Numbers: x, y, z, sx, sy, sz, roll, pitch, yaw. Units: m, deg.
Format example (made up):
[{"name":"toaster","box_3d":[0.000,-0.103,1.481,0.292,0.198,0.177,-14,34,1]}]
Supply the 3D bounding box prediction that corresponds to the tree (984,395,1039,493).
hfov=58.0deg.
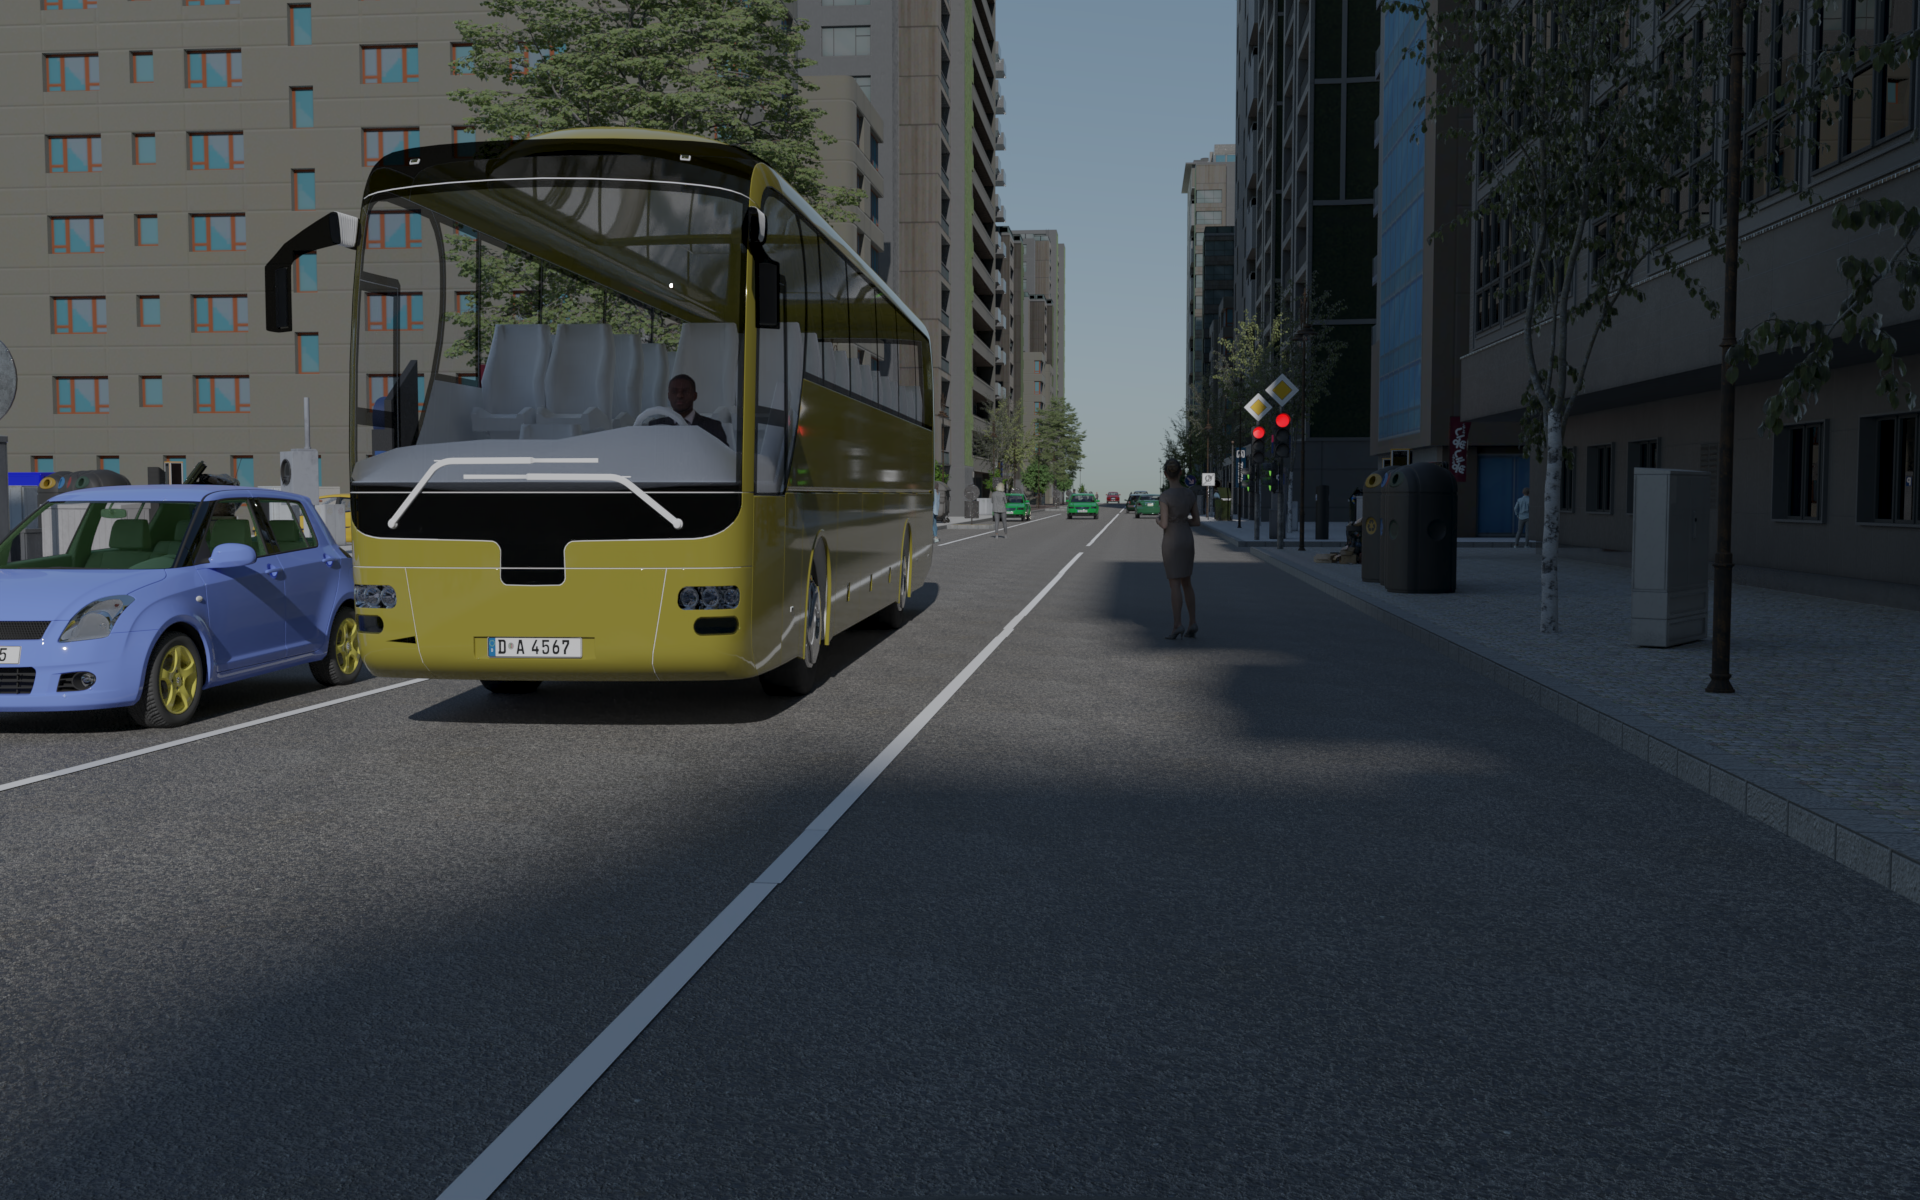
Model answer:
[{"name":"tree","box_3d":[3.785,-10.952,129.432,4.737,8.622,4.395,0,3,0]}]

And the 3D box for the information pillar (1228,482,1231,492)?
[{"name":"information pillar","box_3d":[16.343,-6.135,104.799,0.304,2.012,0.304,0,4,8]}]

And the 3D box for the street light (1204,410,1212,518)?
[{"name":"street light","box_3d":[13.408,-7.398,93.742,0.468,5.910,1.993,0,4,6]}]

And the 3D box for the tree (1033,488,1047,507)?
[{"name":"tree","box_3d":[8.439,-11.269,178.850,1.663,3.219,1.824,0,3,0]}]

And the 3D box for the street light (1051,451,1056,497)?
[{"name":"street light","box_3d":[9.925,-12.855,182.970,0.468,5.910,1.993,0,4,6]}]

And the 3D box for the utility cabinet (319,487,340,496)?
[{"name":"utility cabinet","box_3d":[-18.871,-2.586,50.967,1.173,1.500,0.318,-3,5,-41]}]

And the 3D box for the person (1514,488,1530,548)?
[{"name":"person","box_3d":[14.722,-2.127,45.084,0.589,1.601,0.330,3,4,38]}]

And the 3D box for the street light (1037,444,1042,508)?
[{"name":"street light","box_3d":[7.048,-11.140,154.931,0.468,5.910,1.993,0,4,6]}]

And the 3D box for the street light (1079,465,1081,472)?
[{"name":"street light","box_3d":[18.426,-17.900,265.449,0.468,5.910,1.993,0,4,6]}]

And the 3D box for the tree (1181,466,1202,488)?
[{"name":"tree","box_3d":[16.093,-7.680,120.168,1.663,3.219,1.824,0,3,0]}]

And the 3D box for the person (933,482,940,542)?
[{"name":"person","box_3d":[-0.775,-2.606,51.369,0.793,1.790,0.793,-1,4,-12]}]

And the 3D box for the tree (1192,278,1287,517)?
[{"name":"tree","box_3d":[10.715,-6.526,57.058,4.360,8.622,3.978,0,3,0]}]

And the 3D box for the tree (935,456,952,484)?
[{"name":"tree","box_3d":[-1.374,-5.653,87.023,1.663,3.219,1.824,0,3,0]}]

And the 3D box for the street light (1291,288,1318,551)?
[{"name":"street light","box_3d":[7.749,-4.055,39.095,0.468,5.910,1.993,0,4,6]}]

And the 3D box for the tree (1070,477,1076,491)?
[{"name":"tree","box_3d":[13.162,-14.526,221.214,4.285,4.588,4.351,0,3,0]}]

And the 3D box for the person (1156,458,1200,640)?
[{"name":"person","box_3d":[2.136,-0.505,17.090,0.599,1.781,0.374,-2,4,-35]}]

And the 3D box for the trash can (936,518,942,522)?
[{"name":"trash can","box_3d":[-0.986,-4.241,80.999,0.748,1.137,0.748,0,3,0]}]

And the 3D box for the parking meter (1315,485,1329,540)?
[{"name":"parking meter","box_3d":[10.202,-2.469,48.772,0.372,1.533,0.369,0,3,0]}]

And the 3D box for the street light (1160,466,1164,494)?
[{"name":"street light","box_3d":[32.508,-18.848,280.955,0.468,5.910,1.993,0,4,6]}]

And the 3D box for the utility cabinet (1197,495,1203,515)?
[{"name":"utility cabinet","box_3d":[14.780,-5.840,106.651,0.306,1.237,1.020,1,4,14]}]

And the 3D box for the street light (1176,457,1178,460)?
[{"name":"street light","box_3d":[21.155,-12.058,169.931,0.468,5.910,1.993,0,4,6]}]

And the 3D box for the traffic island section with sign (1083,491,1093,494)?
[{"name":"traffic island section with sign","box_3d":[19.528,-15.230,257.642,1.989,1.847,2.006,0,4,6]}]

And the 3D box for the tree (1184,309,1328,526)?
[{"name":"tree","box_3d":[12.279,-7.287,69.504,4.737,8.622,4.395,0,3,0]}]

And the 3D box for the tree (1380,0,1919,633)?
[{"name":"tree","box_3d":[5.712,-4.007,15.869,4.360,8.622,3.978,0,3,0]}]

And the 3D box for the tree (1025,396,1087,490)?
[{"name":"tree","box_3d":[11.411,-17.269,200.477,7.486,12.596,7.792,0,3,0]}]

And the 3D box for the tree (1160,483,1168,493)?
[{"name":"tree","box_3d":[25.519,-13.145,209.516,1.663,3.219,1.824,0,3,0]}]

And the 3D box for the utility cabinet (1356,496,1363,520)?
[{"name":"utility cabinet","box_3d":[12.337,-2.502,52.076,0.306,1.237,1.020,-1,4,-22]}]

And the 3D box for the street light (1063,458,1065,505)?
[{"name":"street light","box_3d":[12.527,-14.448,209.006,0.468,5.910,1.993,0,4,6]}]

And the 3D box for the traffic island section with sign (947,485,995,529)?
[{"name":"traffic island section with sign","box_3d":[0.527,-3.890,72.227,1.989,1.847,2.006,0,4,6]}]

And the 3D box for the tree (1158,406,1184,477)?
[{"name":"tree","box_3d":[17.783,-10.976,129.828,4.737,8.622,4.395,0,3,0]}]

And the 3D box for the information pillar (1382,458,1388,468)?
[{"name":"information pillar","box_3d":[8.823,-1.895,35.480,0.304,2.012,0.304,2,4,26]}]

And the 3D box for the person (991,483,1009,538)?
[{"name":"person","box_3d":[1.283,-2.904,56.162,0.537,1.800,0.526,2,4,26]}]

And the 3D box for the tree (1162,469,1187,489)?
[{"name":"tree","box_3d":[23.679,-12.591,189.581,4.285,4.588,4.351,0,3,0]}]

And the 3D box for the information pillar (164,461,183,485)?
[{"name":"information pillar","box_3d":[-17.778,-2.124,39.215,0.304,2.012,0.304,-3,5,-45]}]

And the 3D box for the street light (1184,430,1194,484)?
[{"name":"street light","box_3d":[16.263,-9.141,122.246,0.468,5.910,1.993,0,4,6]}]

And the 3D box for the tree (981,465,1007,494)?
[{"name":"tree","box_3d":[2.480,-7.389,115.416,1.663,3.219,1.824,0,3,0]}]

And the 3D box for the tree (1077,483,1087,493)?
[{"name":"tree","box_3d":[19.891,-17.500,280.730,1.663,3.219,1.824,0,3,0]}]

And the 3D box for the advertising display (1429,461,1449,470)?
[{"name":"advertising display","box_3d":[9.547,-1.804,34.710,0.123,1.923,0.974,0,4,-4]}]

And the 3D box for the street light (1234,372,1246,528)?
[{"name":"street light","box_3d":[10.572,-5.661,65.348,0.468,5.910,1.993,0,4,6]}]

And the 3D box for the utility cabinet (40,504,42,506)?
[{"name":"utility cabinet","box_3d":[-7.301,-0.213,14.640,1.020,1.237,0.306,2,4,27]}]

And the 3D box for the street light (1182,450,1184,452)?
[{"name":"street light","box_3d":[18.343,-10.312,141.386,0.468,5.910,1.993,0,4,6]}]

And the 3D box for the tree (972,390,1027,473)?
[{"name":"tree","box_3d":[2.585,-10.468,121.514,4.360,8.622,3.978,0,3,0]}]

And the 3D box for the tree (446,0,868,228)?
[{"name":"tree","box_3d":[-5.396,-6.916,31.198,7.486,12.596,7.792,0,3,0]}]

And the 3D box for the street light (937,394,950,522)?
[{"name":"street light","box_3d":[-0.774,-6.511,79.238,0.468,5.910,1.993,0,4,6]}]

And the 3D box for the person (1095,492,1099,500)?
[{"name":"person","box_3d":[21.289,-15.888,268.794,0.617,1.759,0.750,-1,4,-12]}]

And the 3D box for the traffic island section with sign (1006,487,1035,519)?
[{"name":"traffic island section with sign","box_3d":[3.264,-5.530,99.043,1.989,1.847,2.006,0,4,6]}]

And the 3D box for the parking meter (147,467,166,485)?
[{"name":"parking meter","box_3d":[-17.322,-1.937,37.385,0.255,1.863,0.399,0,4,-5]}]

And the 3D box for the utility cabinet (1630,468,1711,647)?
[{"name":"utility cabinet","box_3d":[6.090,-0.374,14.791,0.318,1.500,1.173,3,4,39]}]

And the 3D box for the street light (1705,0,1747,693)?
[{"name":"street light","box_3d":[4.928,-2.340,11.050,0.468,5.910,1.993,0,4,6]}]

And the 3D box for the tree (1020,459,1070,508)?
[{"name":"tree","box_3d":[7.228,-10.887,161.709,4.285,4.588,4.351,0,3,0]}]

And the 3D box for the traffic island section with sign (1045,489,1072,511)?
[{"name":"traffic island section with sign","box_3d":[8.334,-8.557,148.536,1.989,1.847,2.006,0,4,6]}]

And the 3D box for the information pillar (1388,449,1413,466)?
[{"name":"information pillar","box_3d":[7.156,-1.444,28.105,0.304,2.012,0.304,2,4,25]}]

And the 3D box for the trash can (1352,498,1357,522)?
[{"name":"trash can","box_3d":[13.147,-2.737,56.406,0.748,1.137,0.748,0,3,0]}]

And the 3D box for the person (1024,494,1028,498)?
[{"name":"person","box_3d":[7.399,-11.991,204.186,1.348,1.869,0.705,-1,4,-19]}]

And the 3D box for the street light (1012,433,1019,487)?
[{"name":"street light","box_3d":[3.990,-9.366,125.916,0.468,5.910,1.993,0,4,6]}]

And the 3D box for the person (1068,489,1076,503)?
[{"name":"person","box_3d":[7.436,-6.387,113.276,0.623,1.781,0.721,-1,4,-23]}]

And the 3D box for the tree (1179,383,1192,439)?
[{"name":"tree","box_3d":[14.633,-9.082,98.845,4.360,8.622,3.978,0,3,0]}]

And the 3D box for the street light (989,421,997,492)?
[{"name":"street light","box_3d":[2.099,-8.226,107.277,0.468,5.910,1.993,0,4,6]}]
